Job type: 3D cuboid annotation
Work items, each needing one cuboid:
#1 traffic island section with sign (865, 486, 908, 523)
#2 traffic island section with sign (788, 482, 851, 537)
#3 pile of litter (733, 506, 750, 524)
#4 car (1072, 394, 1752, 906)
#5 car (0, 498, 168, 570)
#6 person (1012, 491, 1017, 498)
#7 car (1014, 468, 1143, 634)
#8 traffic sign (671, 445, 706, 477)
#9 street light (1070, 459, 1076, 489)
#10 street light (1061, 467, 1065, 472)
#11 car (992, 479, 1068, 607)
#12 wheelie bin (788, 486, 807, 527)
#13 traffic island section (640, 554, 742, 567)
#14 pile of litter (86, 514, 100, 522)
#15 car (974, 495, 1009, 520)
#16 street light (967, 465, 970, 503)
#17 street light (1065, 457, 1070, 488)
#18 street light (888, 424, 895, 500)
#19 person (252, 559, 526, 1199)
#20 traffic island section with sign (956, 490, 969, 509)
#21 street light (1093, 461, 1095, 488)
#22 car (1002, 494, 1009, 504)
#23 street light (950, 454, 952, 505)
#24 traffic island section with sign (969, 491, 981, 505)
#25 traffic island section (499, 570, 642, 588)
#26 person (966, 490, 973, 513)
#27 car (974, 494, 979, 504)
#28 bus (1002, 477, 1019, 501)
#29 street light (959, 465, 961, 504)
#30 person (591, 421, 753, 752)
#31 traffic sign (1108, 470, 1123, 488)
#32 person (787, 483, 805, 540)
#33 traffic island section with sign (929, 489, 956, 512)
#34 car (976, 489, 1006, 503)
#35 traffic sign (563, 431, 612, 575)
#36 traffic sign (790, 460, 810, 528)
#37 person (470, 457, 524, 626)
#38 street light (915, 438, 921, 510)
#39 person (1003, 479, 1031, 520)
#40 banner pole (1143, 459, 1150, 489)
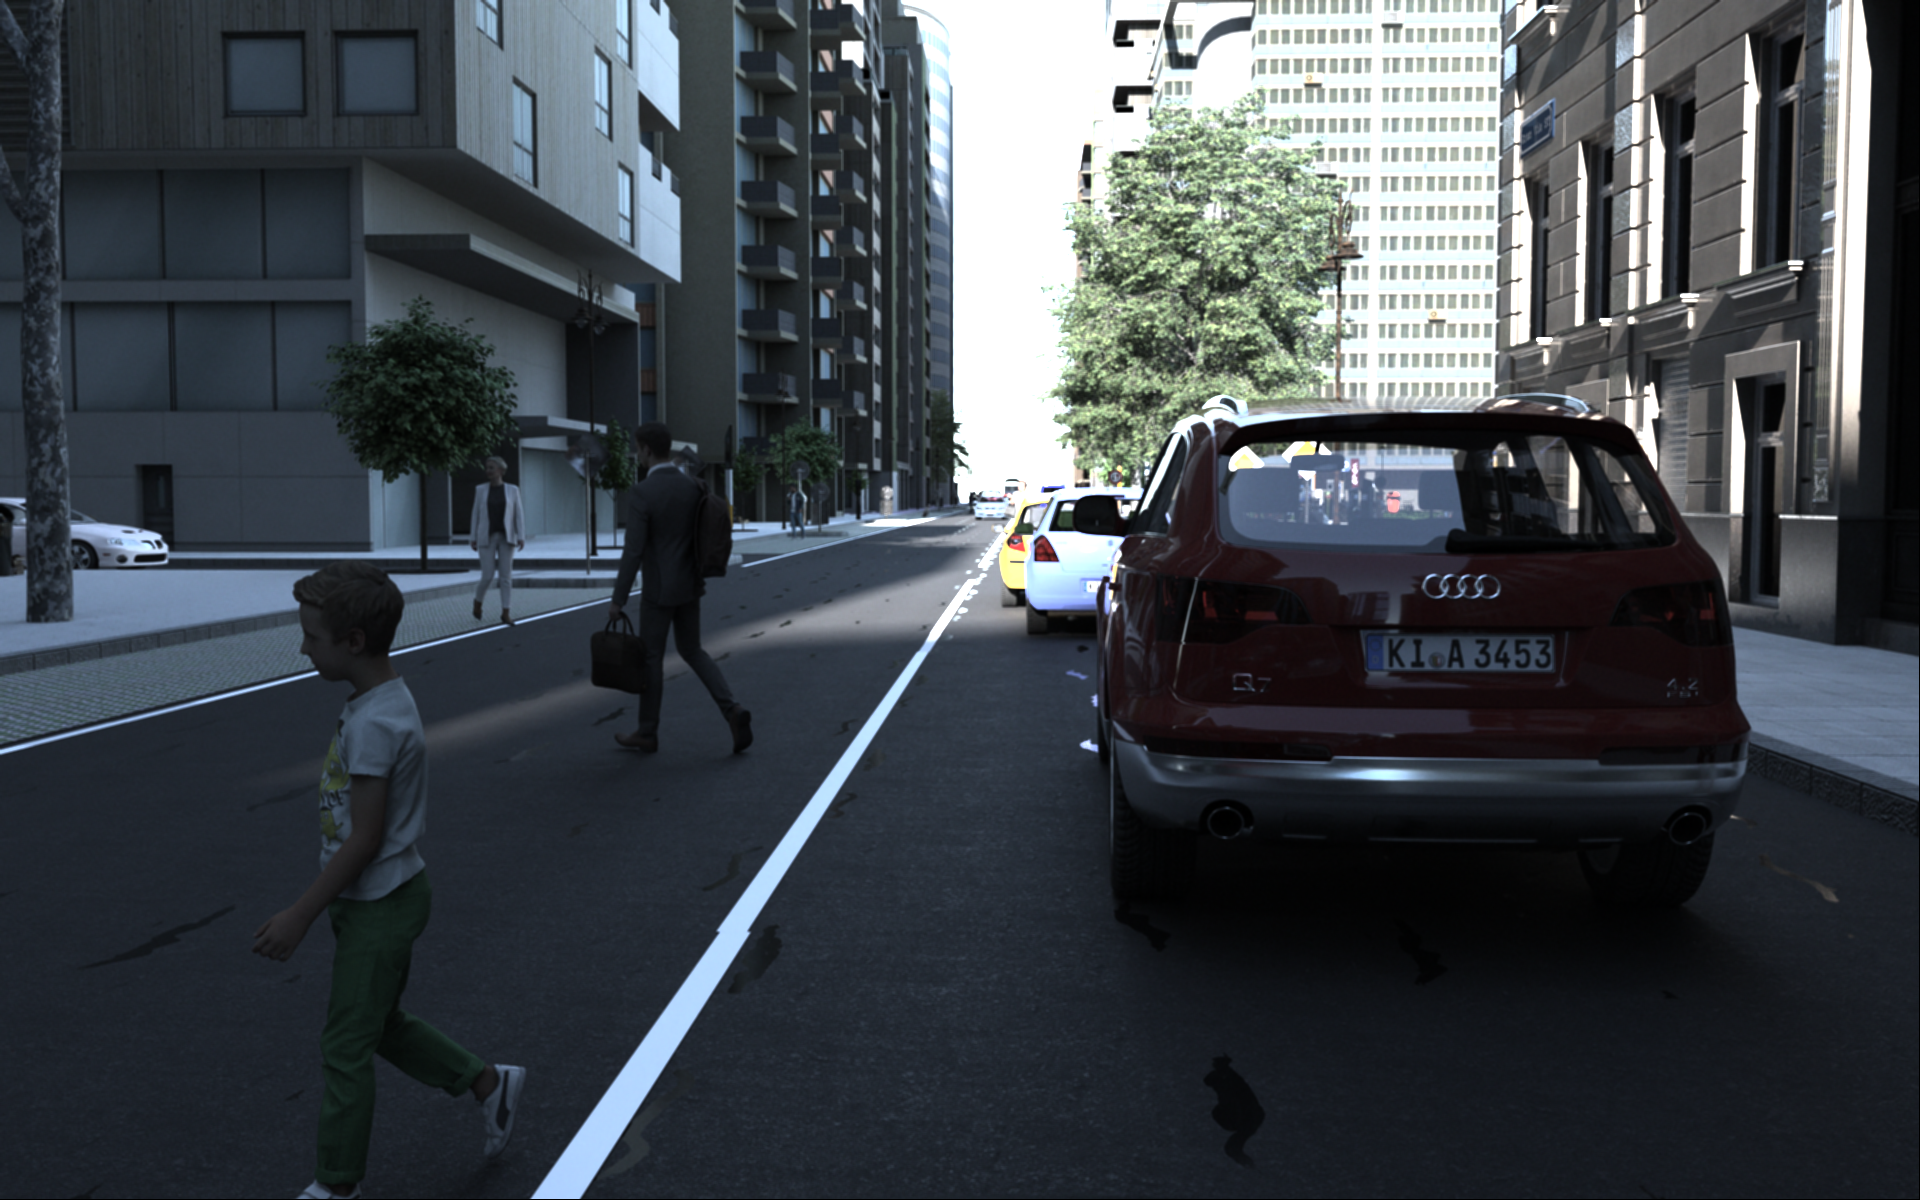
[{"bbox_3d":[-3.584,-4.683,85.191,1.989,1.847,2.006,0,4,2],"label":"traffic island section with sign"},{"bbox_3d":[-4.703,-3.036,58.259,1.989,1.847,2.006,0,4,2],"label":"traffic island section with sign"},{"bbox_3d":[-9.791,-3.791,75.956,1.176,0.858,1.719,0,4,4],"label":"pile of litter"},{"bbox_3d":[1.635,0.064,7.620,2.281,1.827,5.304,0,4,4],"label":"car"},{"bbox_3d":[-16.682,-1.138,30.973,4.827,1.381,2.083,0,4,4],"label":"car"},{"bbox_3d":[7.243,-12.953,220.419,1.348,1.807,0.705,-2,4,-24],"label":"person"},{"bbox_3d":[1.556,-0.572,18.952,1.945,1.707,3.694,0,4,2],"label":"car"},{"bbox_3d":[-5.594,-1.950,35.523,0.795,2.450,0.064,0,4,2],"label":"traffic sign"},{"bbox_3d":[12.306,-13.017,185.623,0.468,5.910,1.993,0,4,2],"label":"street light"},{"bbox_3d":[14.654,-16.440,241.586,0.468,5.910,1.993,0,4,2],"label":"street light"},{"bbox_3d":[1.427,-0.802,23.336,2.015,1.641,3.980,0,4,3],"label":"car"},{"bbox_3d":[-6.390,-3.674,67.978,0.693,1.594,0.980,0,4,4],"label":"wheelie bin"},{"bbox_3d":[-5.618,-0.814,35.585,2.009,0.180,2.903,0,4,2],"label":"traffic island section"},{"bbox_3d":[-18.199,-1.345,35.958,1.719,0.858,1.176,0,4,0],"label":"pile of litter"},{"bbox_3d":[1.792,-5.224,97.412,2.014,1.417,4.499,0,4,4],"label":"car"},{"bbox_3d":[1.274,-16.964,250.155,0.468,5.910,1.993,0,4,2],"label":"street light"},{"bbox_3d":[13.555,-14.759,214.090,0.468,5.910,1.993,0,4,2],"label":"street light"},{"bbox_3d":[-4.484,-8.545,112.497,0.468,5.910,1.993,0,4,2],"label":"street light"},{"bbox_3d":[-1.138,0.567,3.481,0.590,1.304,0.306,-3,5,-41],"label":"person"},{"bbox_3d":[-0.439,-9.411,162.496,1.989,1.847,2.006,0,4,2],"label":"traffic island section with sign"},{"bbox_3d":[10.091,-9.647,130.519,0.468,5.910,1.993,0,4,2],"label":"street light"},{"bbox_3d":[4.887,-11.994,208.103,2.014,1.417,4.499,0,4,0],"label":"car"},{"bbox_3d":[-1.044,-13.629,195.614,0.468,5.910,1.993,0,4,2],"label":"street light"},{"bbox_3d":[1.818,-12.782,217.617,1.989,1.847,2.006,0,4,2],"label":"traffic island section with sign"},{"bbox_3d":[-5.944,-0.326,27.607,2.009,0.180,2.903,0,4,2],"label":"traffic island section"},{"bbox_3d":[0.755,-7.669,134.337,0.568,1.767,0.683,-2,4,-23],"label":"person"},{"bbox_3d":[2.865,-13.879,237.147,2.015,1.641,3.980,0,4,4],"label":"car"},{"bbox_3d":[7.869,-16.462,260.692,2.896,3.916,12.252,0,4,2],"label":"bus"},{"bbox_3d":[0.030,-15.288,222.747,0.468,5.910,1.993,0,4,2],"label":"street light"},{"bbox_3d":[-1.586,-0.065,9.528,0.822,1.834,0.622,2,4,29],"label":"person"},{"bbox_3d":[8.112,-5.524,90.422,0.768,2.556,0.104,1,4,11],"label":"traffic sign"},{"bbox_3d":[-5.158,-2.783,54.351,0.623,1.781,0.721,1,4,10],"label":"person"},{"bbox_3d":[-1.556,-7.719,134.826,1.989,1.847,2.006,0,4,2],"label":"traffic island section with sign"},{"bbox_3d":[2.301,-7.388,129.459,2.281,1.827,5.304,0,4,0],"label":"car"},{"bbox_3d":[-5.920,-1.462,27.544,0.795,2.450,0.064,0,4,2],"label":"traffic sign"},{"bbox_3d":[-6.072,-4.007,65.626,0.768,2.556,0.104,0,4,4],"label":"traffic sign"},{"bbox_3d":[-5.118,-0.653,19.062,0.514,1.842,0.818,-3,4,-36],"label":"person"},{"bbox_3d":[-3.414,-10.219,139.873,0.468,5.910,1.993,0,4,2],"label":"street light"},{"bbox_3d":[1.364,-2.002,41.589,0.716,1.782,0.532,1,4,18],"label":"person"},{"bbox_3d":[11.703,-7.164,107.141,0.863,3.779,0.401,1,4,20],"label":"banner pole"}]
